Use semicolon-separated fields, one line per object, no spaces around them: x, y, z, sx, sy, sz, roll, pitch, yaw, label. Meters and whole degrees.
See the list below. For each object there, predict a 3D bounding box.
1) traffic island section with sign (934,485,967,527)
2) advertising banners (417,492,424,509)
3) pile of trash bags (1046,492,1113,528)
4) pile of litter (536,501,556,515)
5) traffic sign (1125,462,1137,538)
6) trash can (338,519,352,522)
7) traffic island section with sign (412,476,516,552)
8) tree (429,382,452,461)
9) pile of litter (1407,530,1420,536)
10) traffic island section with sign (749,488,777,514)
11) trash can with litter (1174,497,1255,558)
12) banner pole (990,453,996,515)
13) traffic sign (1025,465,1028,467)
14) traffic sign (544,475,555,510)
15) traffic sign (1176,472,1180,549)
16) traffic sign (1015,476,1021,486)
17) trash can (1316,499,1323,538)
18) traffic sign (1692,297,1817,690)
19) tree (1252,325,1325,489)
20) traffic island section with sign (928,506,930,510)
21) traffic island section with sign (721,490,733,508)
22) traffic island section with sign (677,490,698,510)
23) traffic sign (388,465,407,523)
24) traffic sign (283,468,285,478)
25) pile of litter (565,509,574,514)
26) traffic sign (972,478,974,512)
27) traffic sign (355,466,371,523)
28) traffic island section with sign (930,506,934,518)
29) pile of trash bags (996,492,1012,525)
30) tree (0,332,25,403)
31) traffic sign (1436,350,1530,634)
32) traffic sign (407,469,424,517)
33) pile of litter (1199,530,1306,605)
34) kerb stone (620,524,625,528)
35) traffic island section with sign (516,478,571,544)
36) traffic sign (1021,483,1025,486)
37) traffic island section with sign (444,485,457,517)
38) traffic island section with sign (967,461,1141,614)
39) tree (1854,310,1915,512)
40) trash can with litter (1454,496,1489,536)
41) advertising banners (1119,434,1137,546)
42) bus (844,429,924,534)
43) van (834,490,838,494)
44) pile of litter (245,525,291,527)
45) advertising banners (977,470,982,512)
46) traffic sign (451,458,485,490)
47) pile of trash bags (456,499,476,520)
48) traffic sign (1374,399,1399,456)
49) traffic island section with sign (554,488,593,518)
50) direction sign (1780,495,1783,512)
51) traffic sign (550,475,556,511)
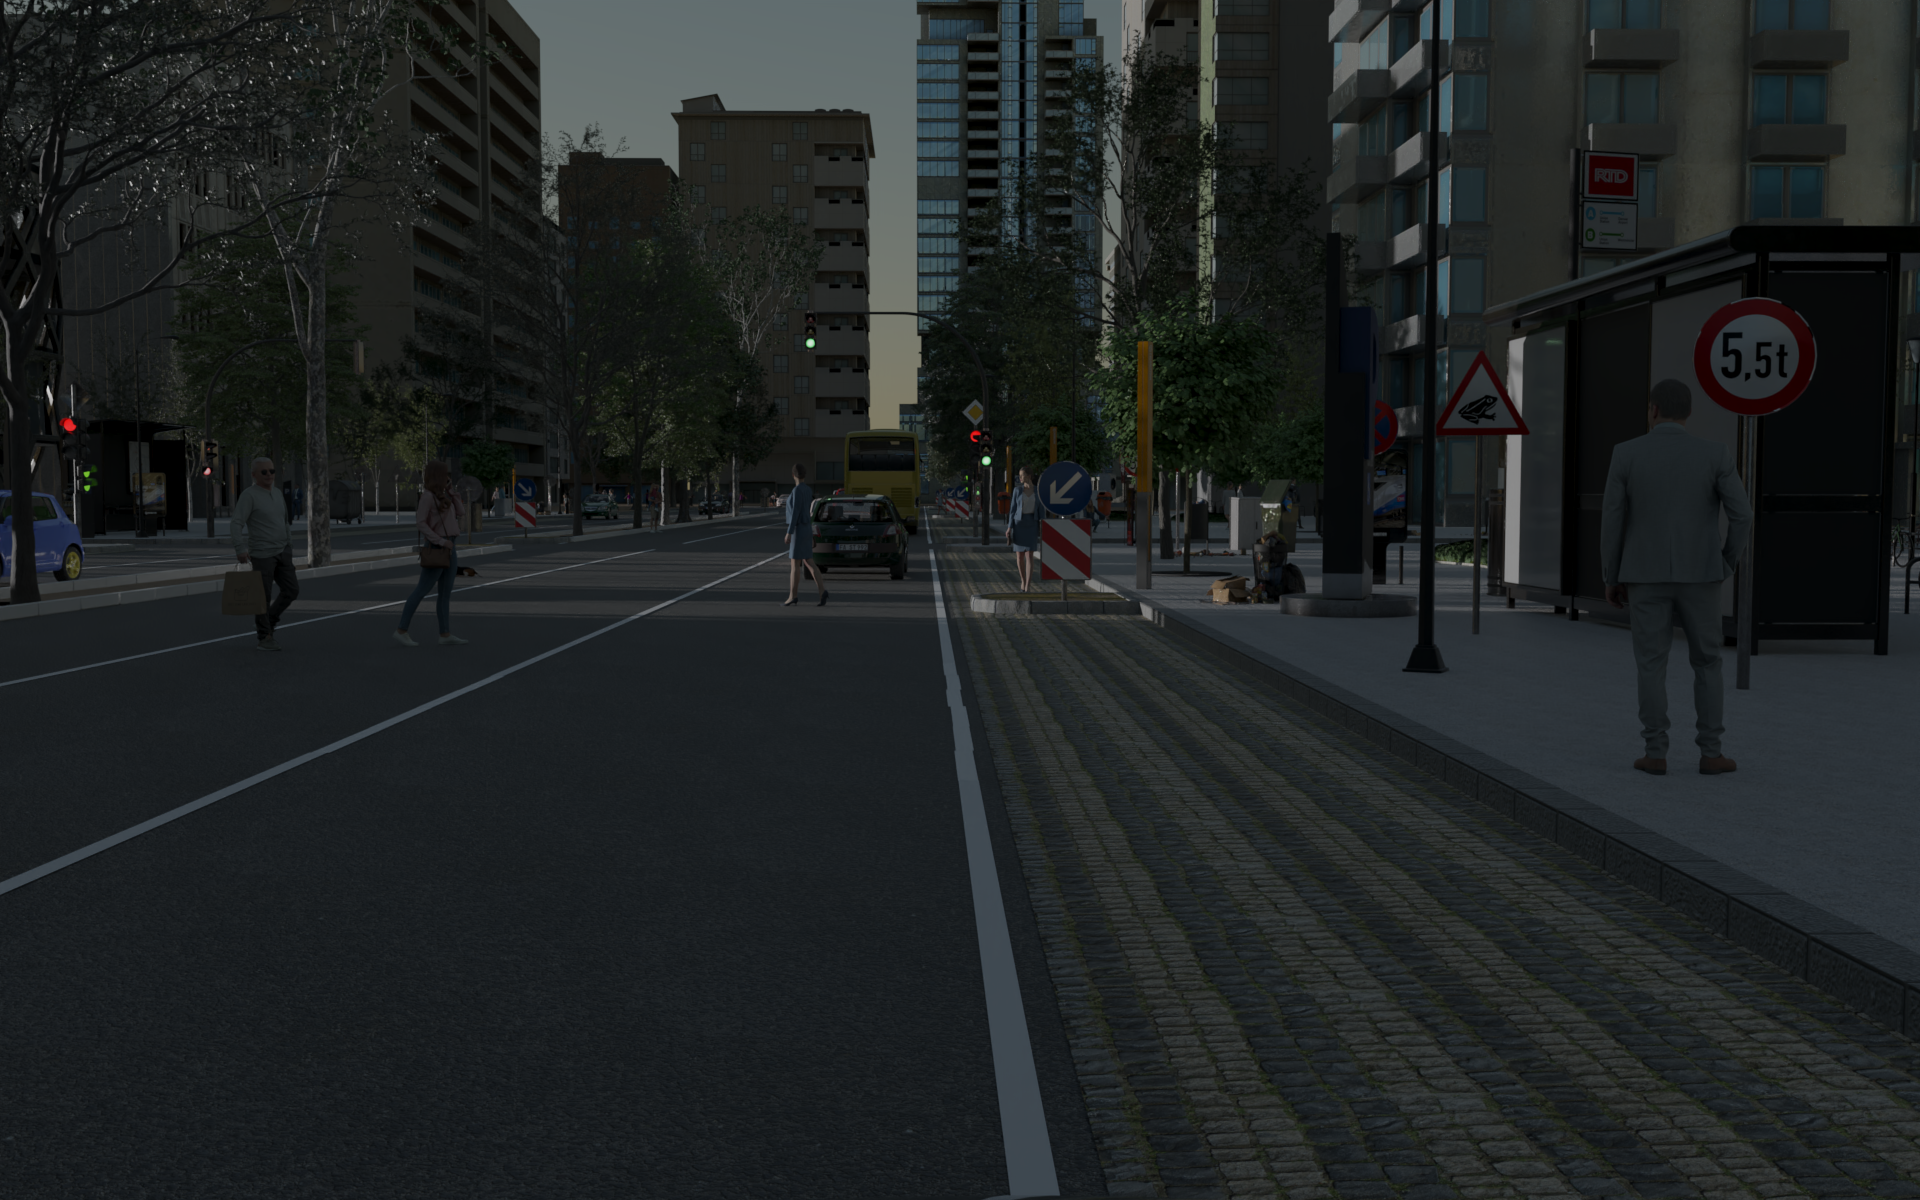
-0.045;-4.127;76.110;1.989;1.847;2.006;0;4;-1;traffic island section with sign
-29.728;-6.134;96.470;0.090;3.025;2.074;1;4;10;advertising banners
4.384;-3.418;65.633;3.447;1.369;1.912;3;5;43;pile of trash bags
-25.550;-5.632;106.053;1.719;0.858;1.176;-1;4;-12;pile of litter
5.161;-3.092;50.665;0.768;2.556;0.104;0;4;6;traffic sign
-27.869;-4.084;78.427;0.748;1.137;0.748;0;3;0;trash can
-12.453;-2.157;43.406;2.006;1.907;1.989;0;4;-1;traffic island section with sign
-35.167;-9.922;112.593;4.737;8.622;4.395;0;3;0;tree
13.620;-2.432;53.729;1.176;0.858;1.719;0;4;-2;pile of litter
-14.248;-7.205;125.932;2.006;1.907;1.989;0;4;-1;traffic island section with sign
5.313;-1.523;35.957;2.233;1.210;1.678;-1;4;-15;trash can with litter
2.196;-7.122;106.458;0.863;3.779;0.401;0;4;5;banner pole
3.065;-4.581;74.997;0.768;2.556;0.104;0;4;2;traffic sign
-27.397;-7.056;115.477;0.768;2.556;0.104;0;4;8;traffic sign
5.051;-2.448;40.127;0.768;2.556;0.104;0;4;7;traffic sign
3.200;-5.689;95.151;0.606;2.300;0.079;0;4;5;traffic sign
10.834;-2.402;50.921;0.748;1.137;0.748;0;3;0;trash can
5.152;-0.686;11.319;0.768;2.556;0.104;0;4;8;traffic sign
13.928;-7.515;73.232;4.737;8.622;4.395;0;3;0;tree
-1.738;-8.865;153.576;1.989;1.847;2.006;0;4;-1;traffic island section with sign
-24.542;-10.491;180.160;1.989;1.847;2.006;0;4;-1;traffic island section with sign
-23.953;-8.843;153.211;1.989;1.847;2.006;0;4;-1;traffic island section with sign
-24.958;-4.699;76.832;0.884;2.594;0.081;0;4;6;traffic sign
-29.142;-4.509;73.833;0.768;2.556;0.104;1;4;9;traffic sign
-25.545;-6.122;114.061;1.176;0.858;1.719;1;4;14;pile of litter
0.873;-7.630;124.749;0.884;2.594;0.081;0;4;4;traffic sign
-26.772;-4.744;77.675;0.768;2.556;0.104;0;4;4;traffic sign
-0.662;-5.854;104.334;1.989;1.847;2.006;0;4;-1;traffic island section with sign
3.240;-3.828;72.341;3.447;1.369;1.912;0;4;-3;pile of trash bags
-33.025;-6.481;56.328;4.737;8.622;4.395;0;3;0;tree
4.720;-0.965;15.780;0.884;2.594;0.081;0;4;4;traffic sign
-28.541;-5.556;90.847;0.884;2.594;0.081;0;4;2;traffic sign
3.479;-0.416;20.773;1.719;0.858;1.176;-3;4;-36;pile of litter
-14.127;-3.024;71.641;0.120;0.150;1.000;0;4;-1;kerb stone
-12.604;-2.610;50.811;2.006;1.907;1.989;0;4;-1;traffic island section with sign
3.584;-5.595;93.608;0.606;2.300;0.079;0;4;1;traffic sign
-22.266;-4.093;75.555;1.989;1.847;2.006;0;4;-1;traffic island section with sign
1.138;-0.787;21.493;1.989;1.847;2.006;0;4;-1;traffic island section with sign
31.406;-6.772;61.081;4.360;8.622;3.978;0;3;0;tree
16.194;-2.570;53.072;1.678;1.210;2.233;0;4;3;trash can with litter
4.224;-2.852;42.823;0.090;3.025;2.074;-1;4;-10;advertising banners
-2.758;-4.446;64.245;2.896;3.916;12.252;0;4;-1;bus
-13.426;-11.483;194.750;2.013;2.044;4.112;0;4;-1;van
-27.430;-3.344;68.645;1.719;0.858;1.176;1;4;16;pile of litter
1.521;-7.788;123.529;0.090;3.025;2.074;-2;4;-26;advertising banners
-27.648;-6.354;97.753;2.265;3.308;0.079;1;4;8;traffic sign
-25.599;-4.830;88.727;1.912;1.369;3.447;-1;4;-18;pile of trash bags
5.439;-1.407;23.103;0.768;2.556;0.104;0;4;5;traffic sign
-22.843;-5.742;102.504;1.989;1.847;2.006;0;4;-1;traffic island section with sign
19.663;-3.022;41.408;0.876;3.537;0.379;-1;4;-13;direction sign
-27.902;-7.212;118.014;0.768;2.556;0.104;0;4;5;traffic sign
